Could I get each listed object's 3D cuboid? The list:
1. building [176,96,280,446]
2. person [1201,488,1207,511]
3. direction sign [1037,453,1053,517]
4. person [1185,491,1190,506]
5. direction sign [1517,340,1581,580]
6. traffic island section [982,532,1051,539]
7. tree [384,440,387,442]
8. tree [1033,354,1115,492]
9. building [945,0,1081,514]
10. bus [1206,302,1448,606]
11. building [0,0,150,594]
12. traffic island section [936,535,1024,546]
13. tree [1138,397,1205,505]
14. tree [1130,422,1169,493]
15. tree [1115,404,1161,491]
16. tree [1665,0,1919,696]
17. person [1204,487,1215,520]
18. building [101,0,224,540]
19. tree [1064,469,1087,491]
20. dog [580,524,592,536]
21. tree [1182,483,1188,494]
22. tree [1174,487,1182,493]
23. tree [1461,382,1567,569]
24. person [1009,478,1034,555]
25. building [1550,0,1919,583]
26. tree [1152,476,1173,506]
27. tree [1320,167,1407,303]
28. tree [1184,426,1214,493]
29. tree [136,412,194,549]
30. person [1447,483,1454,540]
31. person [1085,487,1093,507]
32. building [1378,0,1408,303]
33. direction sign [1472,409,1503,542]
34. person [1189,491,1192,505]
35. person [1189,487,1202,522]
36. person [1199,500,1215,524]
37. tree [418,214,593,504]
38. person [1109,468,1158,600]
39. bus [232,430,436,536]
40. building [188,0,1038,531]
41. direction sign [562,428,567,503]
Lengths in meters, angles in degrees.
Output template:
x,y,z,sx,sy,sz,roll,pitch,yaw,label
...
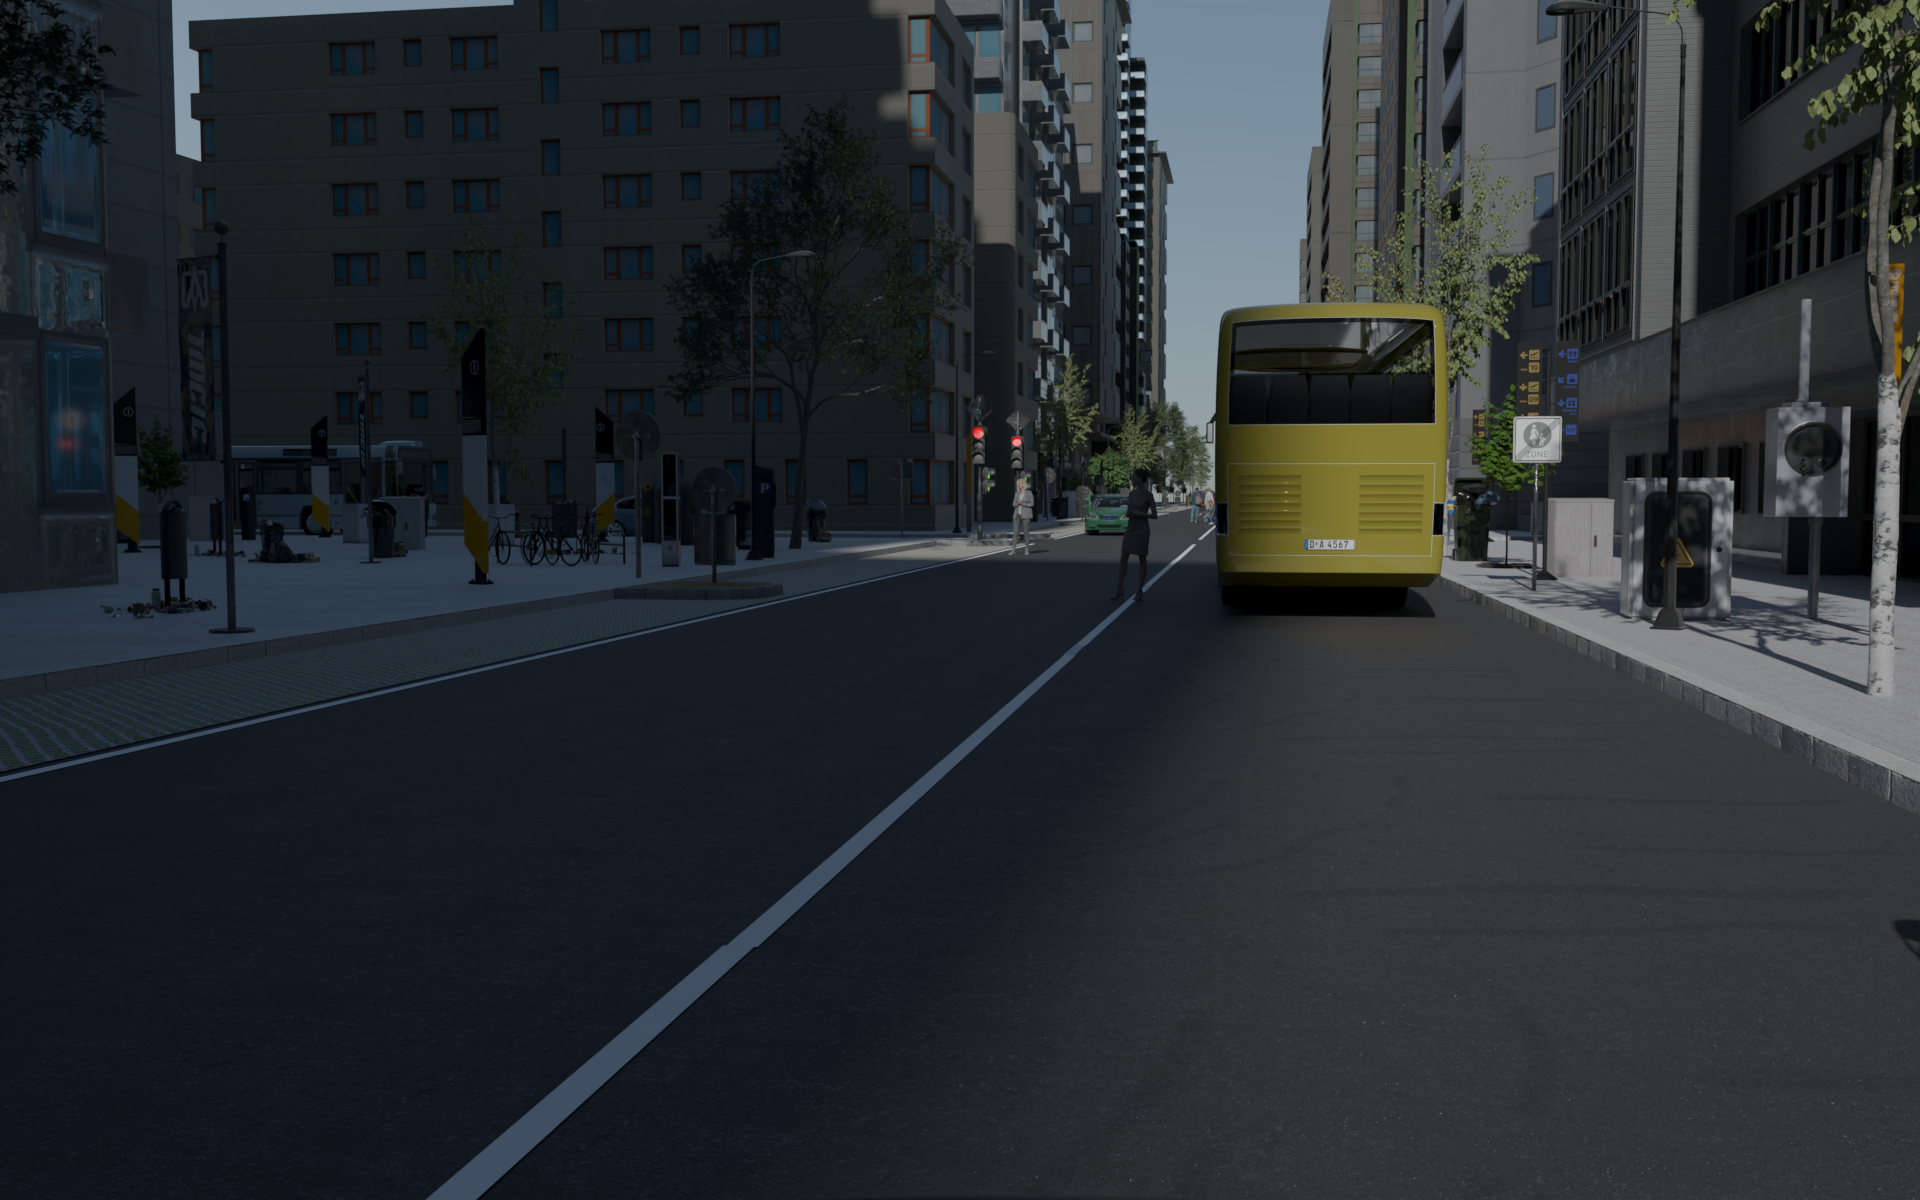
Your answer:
x,y,z,sx,sy,sz,roll,pitch,yaw,label
-54.830,-14.697,85.338,28.899,21.520,27.650,1,4,10,building
17.792,-7.165,125.416,0.659,1.850,0.755,3,4,37,person
4.685,-6.303,95.053,0.876,3.537,0.379,0,4,-5,direction sign
24.575,-10.864,186.852,0.721,1.736,1.217,2,4,28,person
8.733,-2.066,25.780,0.876,3.537,0.379,1,4,22,direction sign
1.862,-2.092,56.491,2.009,0.180,2.903,1,4,10,traffic island section
-20.166,-4.073,61.191,1.663,3.219,1.824,0,3,0,tree
5.266,-8.625,91.377,4.737,8.622,4.395,0,3,0,tree
-4.822,-30.091,111.599,23.786,49.044,30.456,1,4,10,building
4.988,-2.054,25.134,2.896,3.916,12.252,1,4,8,bus
-23.522,-24.000,12.013,23.786,49.044,30.456,1,4,10,building
0.537,-1.611,48.616,2.009,0.180,2.903,1,4,10,traffic island section
24.195,-17.622,205.129,9.611,12.733,9.660,0,3,0,tree
18.905,-13.486,170.854,4.360,8.622,3.978,0,3,0,tree
14.425,-11.798,143.263,4.737,8.622,4.395,0,3,0,tree
6.066,-3.687,10.648,4.737,8.622,4.395,0,3,0,tree
13.412,-5.187,93.537,0.641,1.798,0.478,-1,4,-22,person
-33.831,-36.909,41.715,20.611,71.187,20.563,1,4,10,building
8.569,-8.253,129.537,1.663,3.219,1.824,0,3,0,tree
-11.695,-2.163,54.649,0.406,0.507,0.540,1,4,9,dog
34.724,-16.750,268.465,1.663,3.219,1.824,0,3,0,tree
28.204,-14.497,231.627,1.663,3.219,1.824,0,3,0,tree
9.674,-2.173,30.125,1.663,3.219,1.824,0,3,0,tree
1.475,-1.974,40.959,0.537,1.800,0.526,2,4,34,person
18.917,-12.684,26.454,14.314,24.678,30.058,1,4,10,building
25.221,-13.505,215.411,1.663,3.219,1.824,0,3,0,tree
10.057,-5.269,36.515,4.737,8.622,4.395,0,3,0,tree
38.498,-22.634,288.198,7.486,12.596,7.792,0,3,0,tree
-19.084,-2.838,40.997,1.663,3.219,1.824,0,3,0,tree
14.733,-2.661,52.191,0.537,1.800,0.526,0,4,7,person
6.102,-4.552,83.175,0.600,1.795,0.529,0,4,7,person
33.133,-27.847,105.417,14.600,45.320,14.200,1,4,10,building
14.143,-3.324,46.339,0.876,3.537,0.379,2,4,25,direction sign
28.966,-12.808,218.000,1.348,1.812,0.705,-3,5,-41,person
11.903,-4.811,87.506,0.623,1.781,0.721,0,4,3,person
11.862,-4.163,82.064,0.738,1.151,1.012,-1,4,-19,person
-12.236,-5.877,46.457,4.737,8.622,4.395,0,3,0,tree
2.347,-0.888,23.366,0.599,1.781,0.374,3,5,43,person
-22.969,-3.772,56.538,13.247,3.499,2.948,1,4,11,bus
-12.096,-14.097,75.525,27.650,21.520,28.899,1,4,10,building
-13.710,-4.162,60.048,0.379,3.537,0.876,0,4,-5,direction sign
